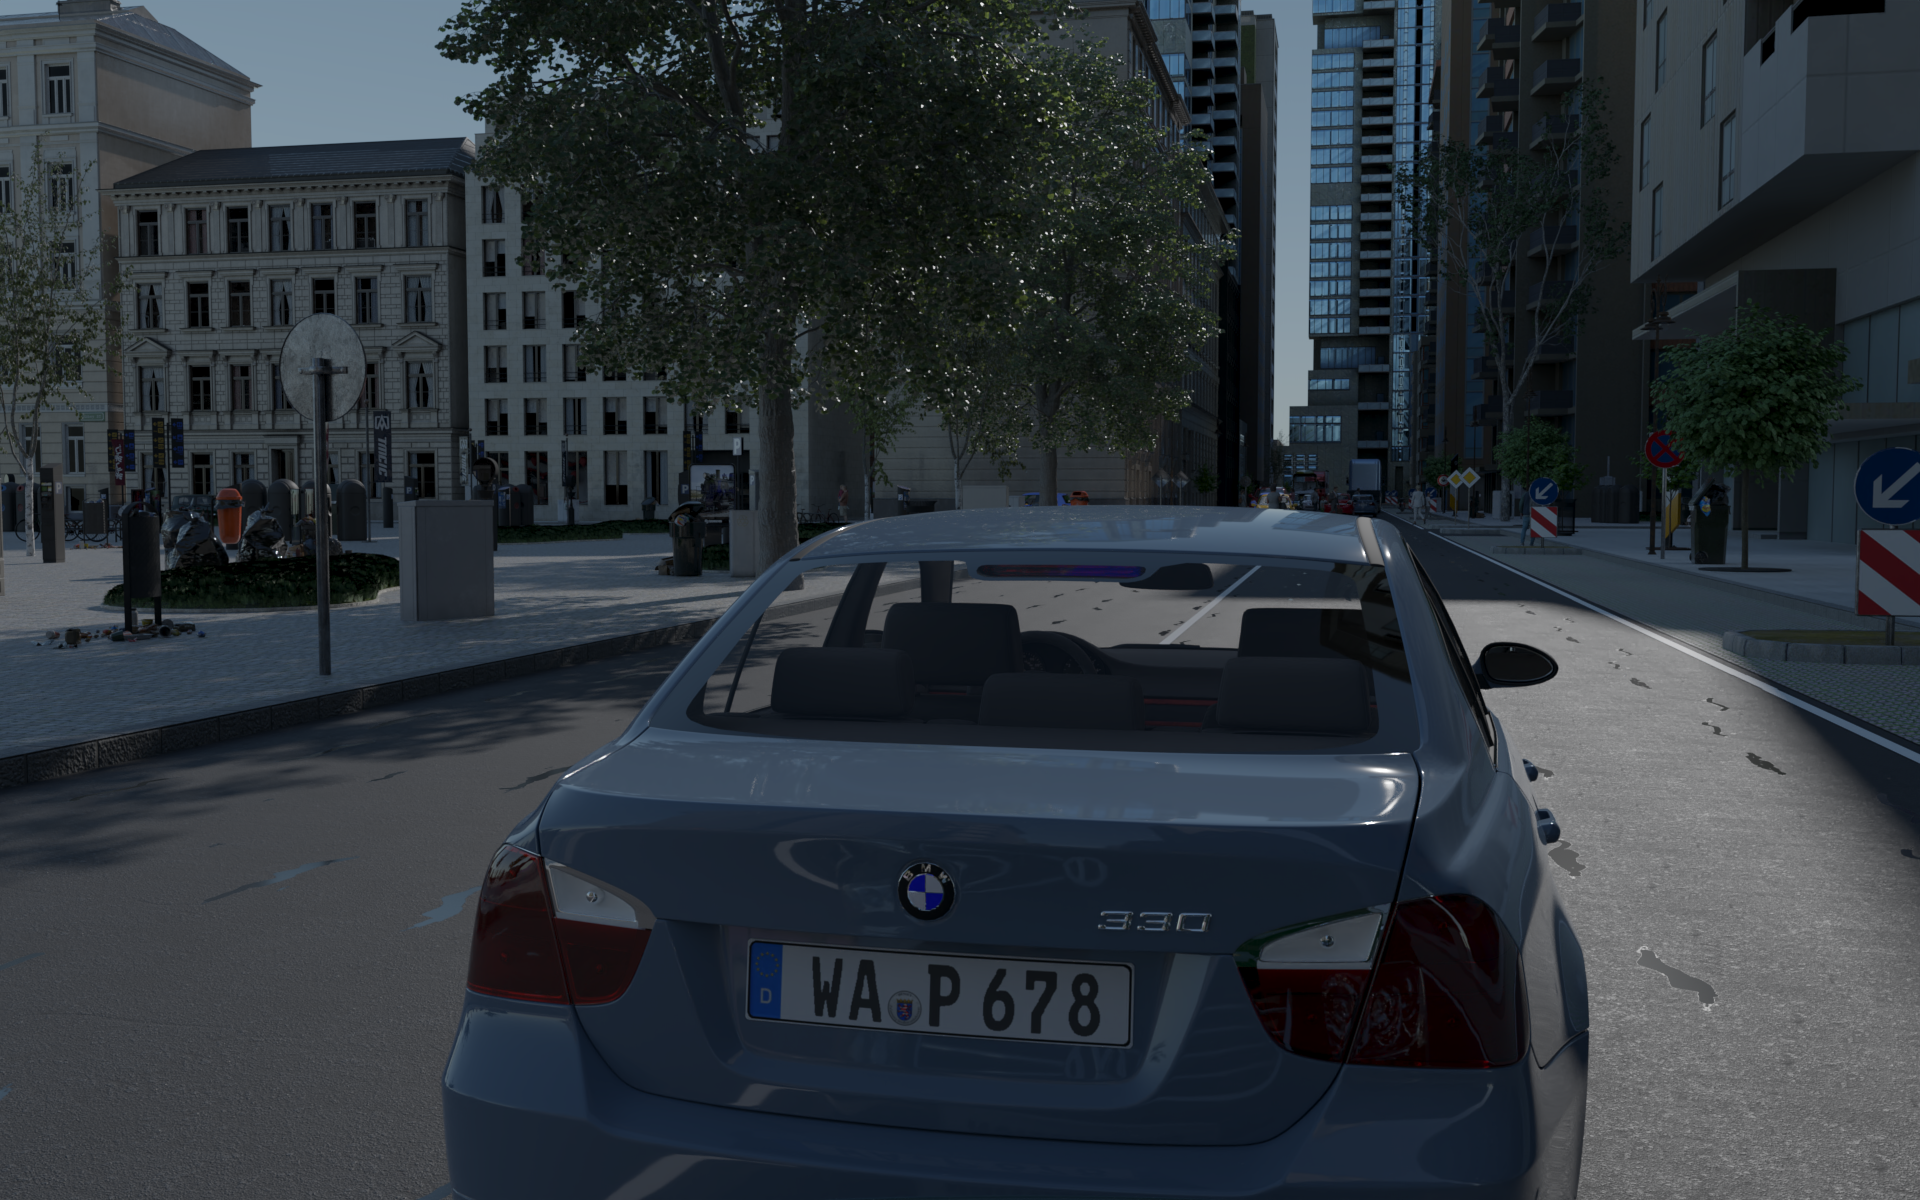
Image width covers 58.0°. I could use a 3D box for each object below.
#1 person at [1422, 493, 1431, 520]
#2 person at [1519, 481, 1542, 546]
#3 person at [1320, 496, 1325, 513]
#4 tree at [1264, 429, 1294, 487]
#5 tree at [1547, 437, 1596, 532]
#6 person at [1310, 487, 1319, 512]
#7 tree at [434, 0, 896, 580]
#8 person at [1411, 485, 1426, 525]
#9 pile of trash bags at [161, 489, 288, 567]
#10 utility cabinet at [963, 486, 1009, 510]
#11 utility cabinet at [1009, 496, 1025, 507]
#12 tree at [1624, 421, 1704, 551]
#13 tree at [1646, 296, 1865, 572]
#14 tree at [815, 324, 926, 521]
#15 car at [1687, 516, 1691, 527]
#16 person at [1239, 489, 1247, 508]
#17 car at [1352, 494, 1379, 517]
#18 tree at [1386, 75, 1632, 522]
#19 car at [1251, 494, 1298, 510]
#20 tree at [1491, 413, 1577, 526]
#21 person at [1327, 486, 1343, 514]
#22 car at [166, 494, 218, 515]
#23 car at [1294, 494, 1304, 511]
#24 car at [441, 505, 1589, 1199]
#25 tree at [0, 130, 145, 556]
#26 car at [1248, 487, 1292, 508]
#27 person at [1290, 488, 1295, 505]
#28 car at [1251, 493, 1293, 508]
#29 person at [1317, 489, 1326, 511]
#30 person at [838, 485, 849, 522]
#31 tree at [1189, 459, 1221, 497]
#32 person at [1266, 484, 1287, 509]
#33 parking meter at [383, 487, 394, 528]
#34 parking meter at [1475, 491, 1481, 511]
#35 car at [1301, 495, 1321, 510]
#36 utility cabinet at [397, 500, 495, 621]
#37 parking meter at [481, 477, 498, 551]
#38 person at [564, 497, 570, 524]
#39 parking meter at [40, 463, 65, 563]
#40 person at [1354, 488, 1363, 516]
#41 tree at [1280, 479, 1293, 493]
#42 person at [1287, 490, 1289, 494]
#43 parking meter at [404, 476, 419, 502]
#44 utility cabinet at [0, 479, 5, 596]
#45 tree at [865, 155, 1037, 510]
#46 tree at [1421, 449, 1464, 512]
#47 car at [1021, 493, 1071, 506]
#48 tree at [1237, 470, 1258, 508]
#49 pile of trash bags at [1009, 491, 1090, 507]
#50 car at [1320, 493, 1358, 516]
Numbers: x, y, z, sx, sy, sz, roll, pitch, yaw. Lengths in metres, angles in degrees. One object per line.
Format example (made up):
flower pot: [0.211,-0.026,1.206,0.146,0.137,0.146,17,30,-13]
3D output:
person: [25.307,-5.060,93.830,0.503,1.515,0.523,3,5,40]
person: [14.983,-2.237,45.428,0.623,1.781,0.721,1,4,21]
person: [20.096,-5.106,96.229,0.590,1.304,0.306,-2,4,-30]
tree: [35.992,-15.096,197.175,4.360,8.622,3.978,0,3,0]
tree: [20.246,-3.891,58.222,1.663,3.219,1.824,0,3,0]
person: [21.523,-5.932,105.336,0.661,1.843,0.795,-3,5,-42]
tree: [-2.348,-7.104,22.812,9.857,13.997,8.962,0,3,0]
person: [21.233,-4.390,80.158,0.514,1.842,0.818,-2,4,-26]
pile of trash bags: [-11.806,-1.109,27.891,1.912,1.369,3.447,-1,4,-22]
utility cabinet: [0.675,-2.235,45.223,1.173,1.500,0.318,1,4,15]
utility cabinet: [2.067,-3.315,65.359,0.306,1.237,1.020,-2,4,-29]
tree: [16.367,-2.753,39.613,1.663,3.219,1.824,0,3,0]
tree: [13.242,-2.764,28.910,4.285,4.588,4.351,0,3,0]
tree: [-3.318,-7.059,65.774,4.737,8.622,4.395,0,3,0]
car: [30.493,-3.306,66.413,4.827,1.381,2.083,1,4,14]
person: [15.661,-5.290,95.993,0.522,1.701,0.512,-3,4,-36]
car: [25.125,-5.873,108.025,2.014,1.417,4.499,1,4,14]
tree: [26.319,-13.659,79.221,12.611,20.169,13.585,0,3,0]
car: [14.031,-4.092,77.128,2.015,1.641,3.980,1,4,13]
tree: [23.280,-5.290,70.204,4.285,4.588,4.351,0,3,0]
person: [19.456,-4.997,90.167,0.822,1.834,0.622,3,5,39]
car: [-33.924,-4.208,78.580,4.222,1.686,2.009,1,4,11]
car: [23.504,-6.946,123.357,2.009,1.686,4.222,1,4,13]
car: [0.472,0.470,4.311,2.014,1.417,4.499,1,4,14]
tree: [-19.223,-5.223,35.766,4.360,8.622,3.978,0,3,0]
car: [16.626,-5.134,92.618,2.281,1.827,5.304,1,4,14]
person: [20.552,-6.047,107.375,0.388,1.821,0.555,-2,4,-26]
car: [14.686,-4.396,81.460,1.945,1.707,3.694,1,4,12]
person: [30.925,-8.575,148.646,1.348,1.831,0.705,-2,4,-24]
person: [-4.876,-3.927,72.679,0.580,1.828,0.573,3,5,44]
tree: [13.448,-6.123,94.720,1.663,3.219,1.824,0,3,0]
person: [10.840,-3.076,59.144,0.716,1.782,0.532,2,4,29]
parking meter: [-21.663,-3.498,65.599,0.372,1.533,0.369,0,3,0]
parking meter: [38.816,-7.425,129.808,0.372,1.533,0.369,0,3,0]
car: [31.071,-8.615,153.215,2.083,1.381,4.827,1,4,11]
utility cabinet: [-5.310,-0.414,17.923,0.306,1.237,1.020,2,4,33]
parking meter: [-10.588,-2.033,38.948,0.255,1.863,0.399,0,4,5]
person: [-17.344,-3.917,76.826,0.394,1.301,0.425,1,4,19]
parking meter: [-16.949,-1.629,32.342,0.255,1.863,0.399,0,4,2]
person: [26.005,-6.415,113.479,0.850,1.850,0.679,3,4,36]
tree: [41.631,-13.818,220.528,1.663,3.219,1.824,0,3,0]
person: [27.343,-8.292,144.349,0.850,1.792,0.678,1,4,12]
parking meter: [-17.489,-3.030,55.258,0.399,1.863,0.255,1,4,13]
utility cabinet: [-12.082,-0.747,20.896,0.318,1.500,1.173,1,4,10]
tree: [-0.069,-5.342,37.708,4.360,8.622,3.978,0,3,0]
tree: [35.253,-8.721,126.304,4.285,4.588,4.351,0,3,0]
car: [2.970,-3.773,71.276,3.694,1.707,1.945,1,4,14]
tree: [22.893,-8.743,137.554,1.663,3.219,1.824,0,3,0]
pile of trash bags: [2.459,-2.694,53.807,3.447,1.369,1.912,2,4,31]
car: [22.124,-5.636,101.195,2.155,1.783,4.494,1,4,14]
